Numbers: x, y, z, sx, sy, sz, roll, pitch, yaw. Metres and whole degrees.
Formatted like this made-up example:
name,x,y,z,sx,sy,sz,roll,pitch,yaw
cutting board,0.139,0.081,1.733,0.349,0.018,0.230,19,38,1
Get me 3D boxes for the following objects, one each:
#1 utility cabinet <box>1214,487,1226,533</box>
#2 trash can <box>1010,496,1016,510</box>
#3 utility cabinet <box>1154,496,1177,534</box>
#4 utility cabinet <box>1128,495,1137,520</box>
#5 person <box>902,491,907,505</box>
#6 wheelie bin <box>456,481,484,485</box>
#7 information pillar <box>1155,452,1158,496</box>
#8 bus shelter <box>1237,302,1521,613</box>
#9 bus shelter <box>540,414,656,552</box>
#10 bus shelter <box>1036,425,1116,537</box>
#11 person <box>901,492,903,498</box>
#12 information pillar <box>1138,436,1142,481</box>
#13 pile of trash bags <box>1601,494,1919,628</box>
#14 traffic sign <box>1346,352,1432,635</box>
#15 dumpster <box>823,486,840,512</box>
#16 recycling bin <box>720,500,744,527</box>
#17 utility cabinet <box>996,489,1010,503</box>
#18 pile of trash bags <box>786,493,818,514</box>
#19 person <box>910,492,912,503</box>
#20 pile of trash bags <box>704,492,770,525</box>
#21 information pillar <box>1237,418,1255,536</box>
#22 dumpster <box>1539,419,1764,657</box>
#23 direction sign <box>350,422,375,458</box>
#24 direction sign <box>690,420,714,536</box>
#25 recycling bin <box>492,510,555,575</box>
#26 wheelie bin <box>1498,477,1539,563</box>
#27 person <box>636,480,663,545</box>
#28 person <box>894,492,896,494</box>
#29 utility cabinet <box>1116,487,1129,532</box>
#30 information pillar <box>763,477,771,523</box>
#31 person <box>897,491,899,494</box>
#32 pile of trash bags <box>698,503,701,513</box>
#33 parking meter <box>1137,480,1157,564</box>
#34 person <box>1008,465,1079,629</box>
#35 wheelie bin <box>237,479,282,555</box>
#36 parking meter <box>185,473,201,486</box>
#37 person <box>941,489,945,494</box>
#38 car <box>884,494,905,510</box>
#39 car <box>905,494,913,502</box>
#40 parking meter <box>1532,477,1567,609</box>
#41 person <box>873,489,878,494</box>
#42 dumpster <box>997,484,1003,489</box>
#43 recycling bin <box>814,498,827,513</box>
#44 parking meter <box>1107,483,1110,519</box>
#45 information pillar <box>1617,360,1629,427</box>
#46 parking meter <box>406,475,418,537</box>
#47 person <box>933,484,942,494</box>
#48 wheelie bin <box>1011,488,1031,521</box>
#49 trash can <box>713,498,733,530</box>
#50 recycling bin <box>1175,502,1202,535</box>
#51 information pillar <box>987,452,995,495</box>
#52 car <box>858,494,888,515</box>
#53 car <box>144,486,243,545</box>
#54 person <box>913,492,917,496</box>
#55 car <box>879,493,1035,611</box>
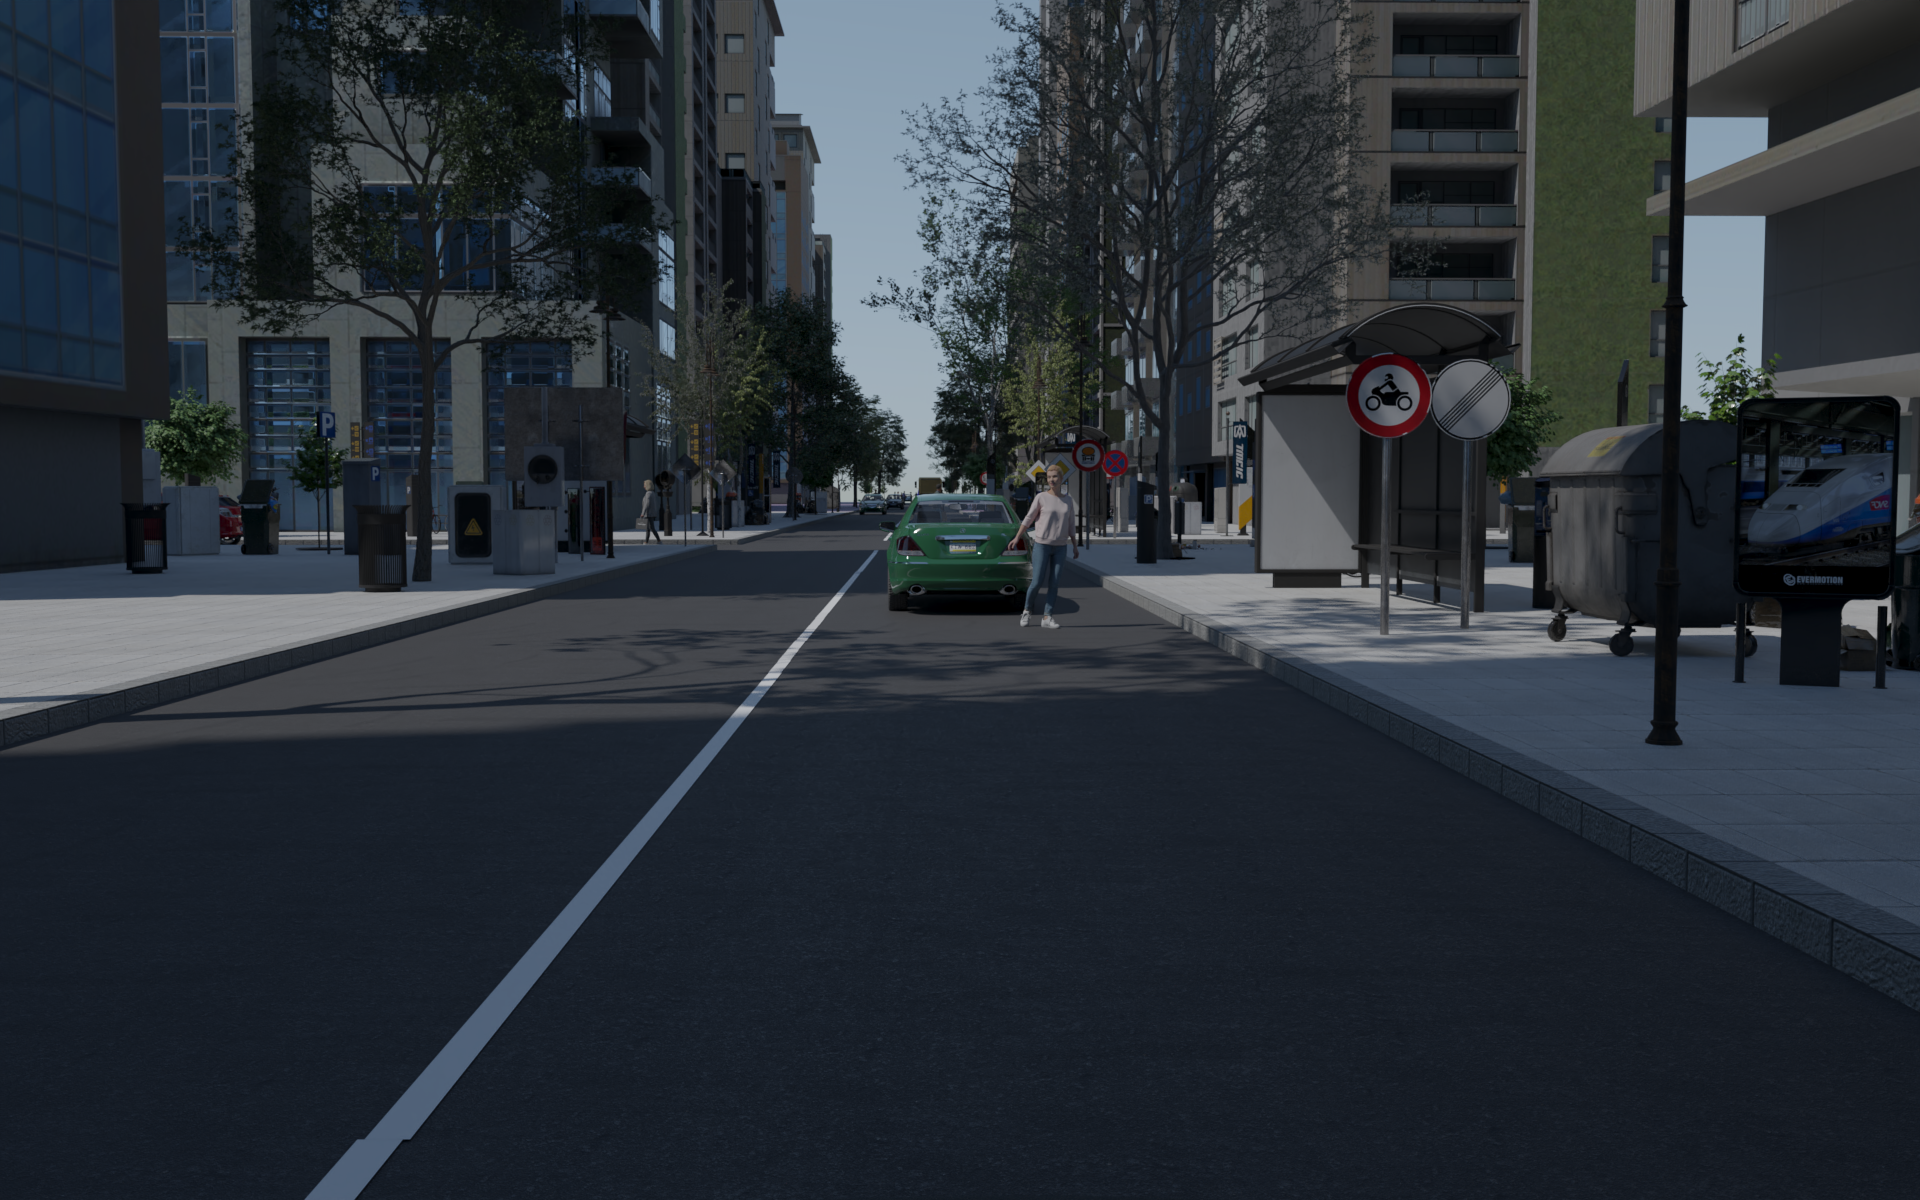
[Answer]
name,x,y,z,sx,sy,sz,roll,pitch,yaw
utility cabinet,8.597,-2.973,57.281,0.318,1.500,1.173,0,4,3
trash can,3.102,-5.674,104.421,0.748,1.137,0.748,0,3,0
utility cabinet,6.500,-2.757,56.241,1.020,1.237,0.306,2,4,27
utility cabinet,8.443,-4.582,86.075,1.020,1.237,0.306,1,4,23
person,-7.206,-13.286,225.597,0.709,1.838,0.599,-3,5,-45
wheelie bin,-11.924,-2.089,42.060,0.980,1.594,0.693,-1,4,-15
information pillar,9.604,-5.599,82.900,0.504,3.616,0.183,1,4,18
bus shelter,4.857,-1.660,21.073,2.014,3.302,5.546,0,4,-1
bus shelter,-8.534,-2.852,40.556,2.014,3.302,5.546,0,4,-1
bus shelter,3.515,-3.648,53.561,2.014,3.302,5.546,0,4,-1
person,-9.150,-16.123,272.919,0.445,1.727,0.742,-1,4,-13
information pillar,7.239,-4.789,69.656,0.183,3.616,0.504,0,4,-4
pile of trash bags,8.157,-0.449,17.087,3.447,1.369,1.912,1,4,15
traffic sign,3.868,-0.954,15.705,0.768,2.556,0.104,0,4,4
dumpster,-9.177,-7.175,123.077,1.264,1.857,1.865,0,4,-1
recycling bin,-8.964,-3.395,68.062,0.722,1.027,0.722,2,4,35
utility cabinet,1.882,-4.077,75.345,0.318,1.500,1.173,-1,4,-14
pile of trash bags,-10.463,-6.362,113.778,1.912,1.369,3.447,-1,4,-13
person,-6.437,-13.533,230.587,0.721,1.723,1.217,0,4,-4
pile of trash bags,-9.006,-3.754,71.134,1.912,1.369,3.447,0,4,7
information pillar,8.819,-3.791,53.344,0.504,3.616,0.183,0,4,-3
dumpster,5.711,-0.523,14.308,1.264,1.857,1.865,0,4,-1
direction sign,-18.794,-3.825,54.537,0.876,3.537,0.379,1,4,19
direction sign,-7.884,-3.729,52.967,0.876,3.537,0.379,2,4,26
recycling bin,-6.986,-0.928,27.735,0.722,1.027,0.722,3,4,36
wheelie bin,10.590,-1.503,32.480,0.980,1.594,0.693,0,4,7
person,-8.141,-2.246,45.403,0.728,1.800,0.709,1,4,10
person,-9.958,-15.752,266.048,0.705,1.824,1.348,2,4,28
utility cabinet,5.477,-3.051,58.565,0.318,1.500,1.173,0,4,-3
information pillar,-8.504,-4.403,76.474,0.304,2.012,0.304,0,4,5
person,-7.563,-12.653,215.904,0.750,1.759,0.617,0,4,5
pile of trash bags,-15.709,-6.388,114.199,3.447,1.369,1.912,3,5,45
parking meter,3.455,-1.443,32.009,0.372,1.533,0.369,0,3,0
person,0.844,-0.575,18.570,0.731,1.740,0.598,-2,4,-28
wheelie bin,-14.870,-1.766,36.774,0.980,1.594,0.693,0,4,6
parking meter,-21.833,-2.670,49.359,0.255,1.863,0.399,3,5,44
person,-1.424,-7.828,136.505,1.348,1.821,0.705,0,4,-2
car,-6.102,-9.251,161.040,2.009,1.686,4.222,0,4,1
car,-8.714,-16.606,283.311,2.131,1.459,4.920,0,4,-2
parking meter,6.631,-0.674,19.429,0.372,1.533,0.369,0,3,0
person,-6.668,-7.876,137.415,1.348,1.807,0.705,-1,4,-20
dumpster,2.872,-7.411,123.671,1.502,2.255,1.985,0,4,-1
recycling bin,-9.356,-6.341,116.221,0.722,1.027,0.722,-1,4,-16
parking meter,7.582,-5.149,89.895,0.399,1.863,0.255,-2,4,-35
information pillar,11.496,-2.370,30.102,0.183,3.616,0.504,2,4,33
parking meter,-16.457,-2.836,52.085,0.255,1.863,0.399,-3,5,-45
person,-0.845,-3.619,67.650,0.713,1.824,0.794,1,4,14
wheelie bin,2.986,-4.656,84.031,0.980,1.594,0.693,0,4,7
trash can,-8.459,-3.071,61.871,0.748,1.137,0.748,0,3,0
recycling bin,7.190,-2.569,54.550,0.722,1.027,0.722,0,4,-3
information pillar,1.705,-6.309,94.499,0.504,3.616,0.183,0,4,-4
car,-6.084,-6.702,121.378,2.131,1.459,4.920,0,4,-1
car,-21.286,-2.269,46.131,4.494,1.783,2.155,0,4,-1
person,-7.005,-16.268,275.205,1.217,1.736,0.721,-1,4,-20
car,-0.012,-0.666,22.687,2.131,1.459,4.920,0,4,-1
